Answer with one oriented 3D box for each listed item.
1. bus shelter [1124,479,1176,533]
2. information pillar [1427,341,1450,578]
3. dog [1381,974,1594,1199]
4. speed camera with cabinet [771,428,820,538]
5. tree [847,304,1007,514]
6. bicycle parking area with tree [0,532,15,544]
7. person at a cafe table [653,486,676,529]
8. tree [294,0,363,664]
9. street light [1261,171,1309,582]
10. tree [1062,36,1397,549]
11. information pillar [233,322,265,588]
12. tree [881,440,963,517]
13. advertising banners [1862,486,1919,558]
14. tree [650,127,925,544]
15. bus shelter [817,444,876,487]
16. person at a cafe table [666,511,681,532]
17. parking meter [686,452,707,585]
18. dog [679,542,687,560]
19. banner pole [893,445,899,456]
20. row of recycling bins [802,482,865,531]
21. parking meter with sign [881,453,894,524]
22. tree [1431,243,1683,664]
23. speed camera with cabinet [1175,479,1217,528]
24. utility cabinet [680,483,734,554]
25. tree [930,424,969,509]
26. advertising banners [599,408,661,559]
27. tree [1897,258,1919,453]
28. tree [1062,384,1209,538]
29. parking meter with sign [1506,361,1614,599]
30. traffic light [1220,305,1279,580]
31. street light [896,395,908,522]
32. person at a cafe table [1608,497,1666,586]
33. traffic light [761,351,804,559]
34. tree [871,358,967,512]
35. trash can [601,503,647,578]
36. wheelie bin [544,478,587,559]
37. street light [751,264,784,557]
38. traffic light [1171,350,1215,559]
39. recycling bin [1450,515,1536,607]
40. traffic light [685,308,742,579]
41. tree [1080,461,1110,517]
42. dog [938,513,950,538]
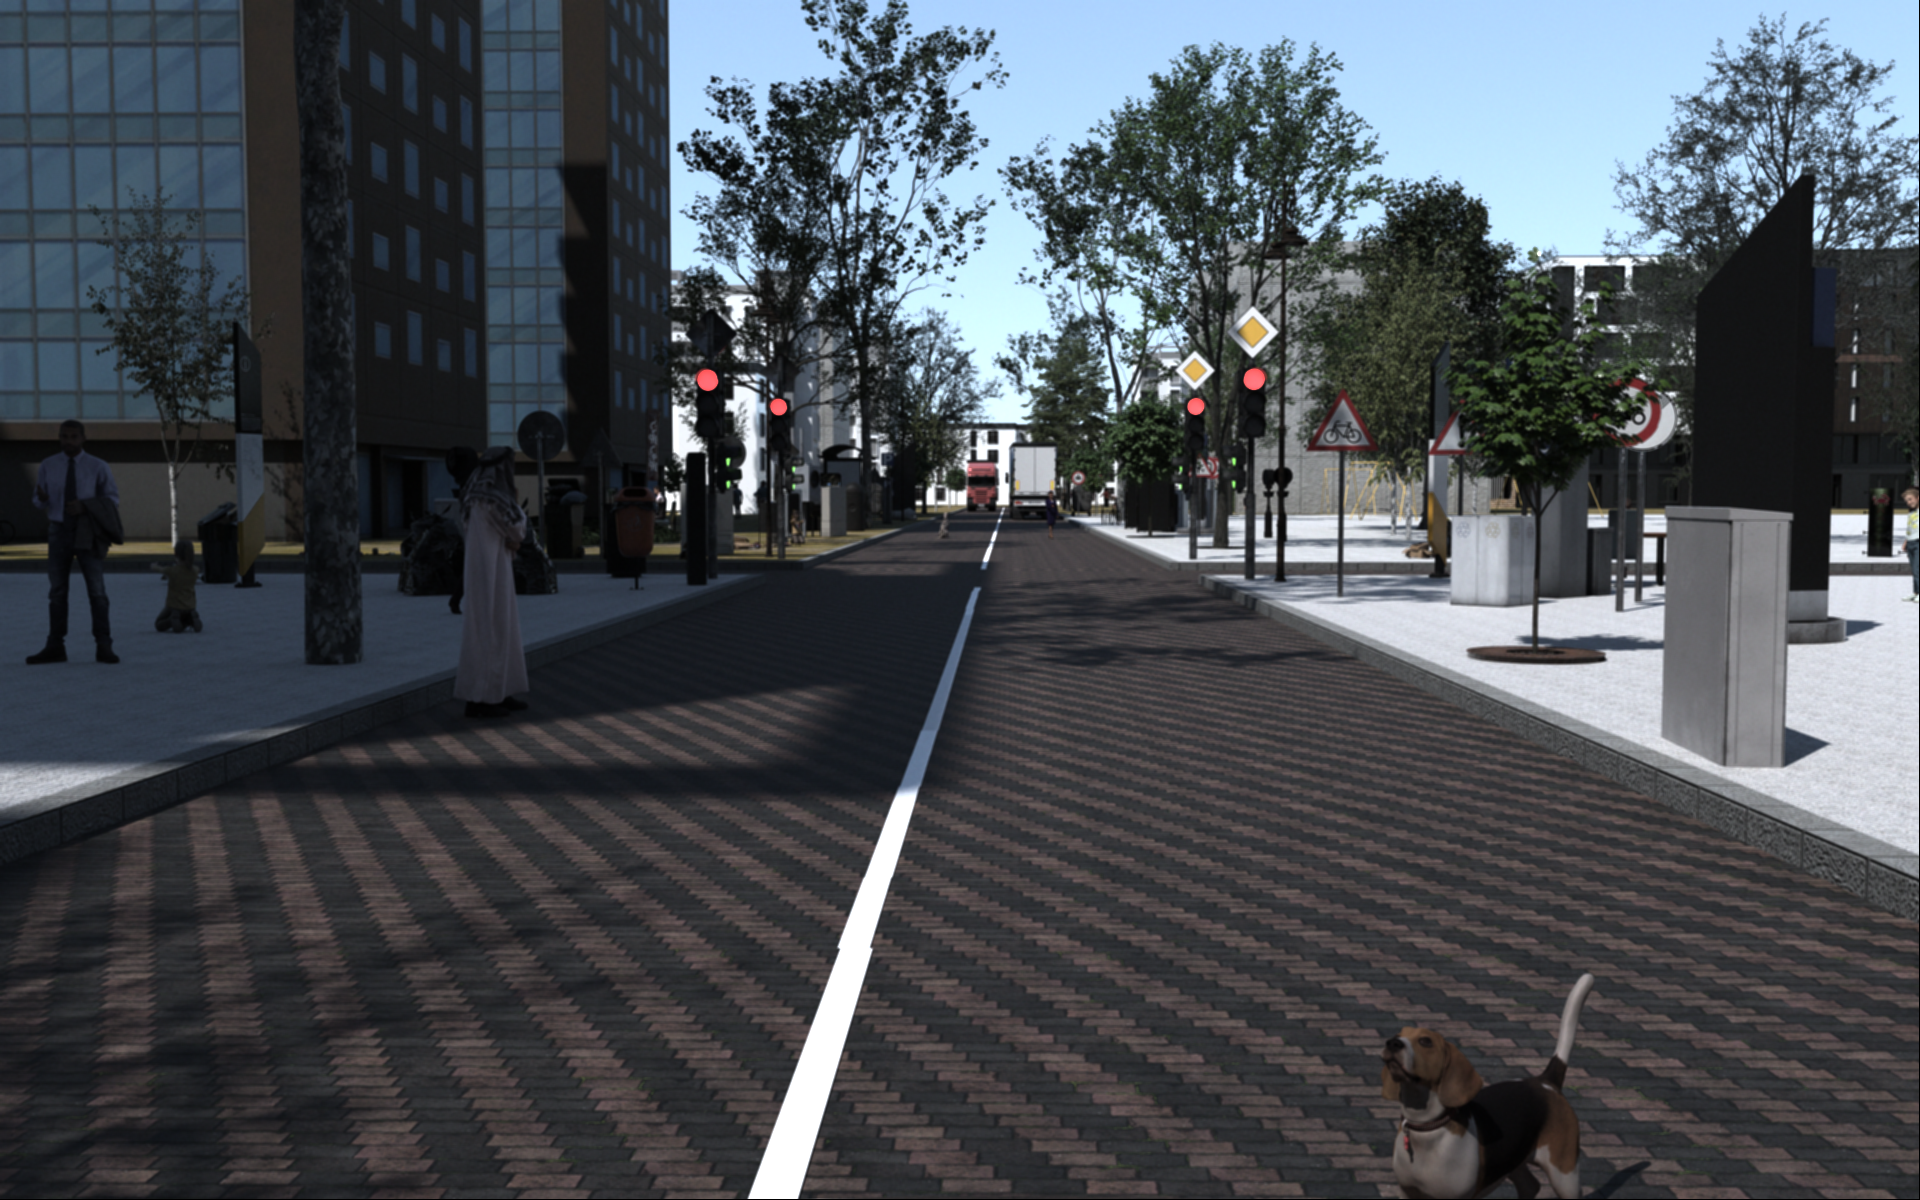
[{"bbox_3d":[6.492,-4.248,60.732,1.731,3.624,6.357,0,4,2],"label":"bus shelter"},{"bbox_3d":[7.317,-2.147,26.455,0.183,3.616,0.504,3,5,42],"label":"information pillar"},{"bbox_3d":[0.973,0.986,3.166,0.406,0.507,0.540,1,4,13],"label":"dog"},{"bbox_3d":[-4.881,-3.488,51.370,0.660,3.252,2.038,2,4,25],"label":"speed camera with cabinet"},{"bbox_3d":[-2.176,-12.280,111.142,12.009,13.543,11.850,0,3,0],"label":"tree"},{"bbox_3d":[-28.424,-3.319,41.275,8.231,4.147,9.016,2,4,27],"label":"bicycle parking area with tree"},{"bbox_3d":[-8.979,-2.518,49.692,1.622,1.524,1.698,0,4,3],"label":"person at a cafe table"},{"bbox_3d":[-6.203,-9.561,12.205,12.611,20.169,13.585,0,3,0],"label":"tree"},{"bbox_3d":[4.705,-3.210,25.269,0.468,5.910,1.993,0,4,2],"label":"street light"},{"bbox_3d":[6.146,-7.004,40.269,9.928,11.665,9.643,0,3,0],"label":"tree"},{"bbox_3d":[-9.783,-1.986,23.828,0.183,3.616,0.504,1,4,14],"label":"information pillar"},{"bbox_3d":[-2.788,-7.044,98.880,4.285,4.588,4.351,0,3,0],"label":"tree"},{"bbox_3d":[19.296,-2.359,34.751,2.074,3.025,0.090,3,5,42],"label":"advertising banners"},{"bbox_3d":[-4.367,-6.686,43.737,7.601,10.594,8.767,0,4,-3],"label":"tree"},{"bbox_3d":[-4.746,-4.858,73.349,2.014,3.302,5.546,0,4,2],"label":"bus shelter"},{"bbox_3d":[-8.688,-2.891,58.125,1.726,1.238,1.698,2,4,29],"label":"person at a cafe table"},{"bbox_3d":[-3.730,-1.149,24.494,0.255,1.863,0.399,-1,4,-14],"label":"parking meter"},{"bbox_3d":[-5.281,-0.994,33.996,0.550,0.427,0.748,1,4,18],"label":"dog"},{"bbox_3d":[-3.263,-6.026,88.537,0.401,3.779,0.863,-1,4,-23],"label":"banner pole"},{"bbox_3d":[-4.831,-3.266,60.515,3.534,1.692,1.069,2,4,33],"label":"row of recycling bins"},{"bbox_3d":[-3.112,-4.779,74.399,0.543,3.016,1.738,0,4,-3],"label":"parking meter with sign"},{"bbox_3d":[4.439,-1.160,13.575,1.663,3.219,1.824,0,3,0],"label":"tree"},{"bbox_3d":[8.536,-4.327,65.086,2.038,3.252,0.660,2,4,32],"label":"speed camera with cabinet"},{"bbox_3d":[-5.280,-1.685,36.235,0.318,1.500,1.173,3,5,43],"label":"utility cabinet"},{"bbox_3d":[-0.956,-12.417,153.374,4.360,8.622,3.978,0,3,0],"label":"tree"},{"bbox_3d":[-6.587,-2.361,34.784,0.090,3.025,2.074,2,4,25],"label":"advertising banners"},{"bbox_3d":[5.081,-0.793,7.567,1.663,3.219,1.824,0,3,0],"label":"tree"},{"bbox_3d":[5.566,-4.132,51.274,4.285,4.588,4.351,0,3,0],"label":"tree"},{"bbox_3d":[7.477,-1.543,21.489,1.738,3.016,0.543,-3,5,-39],"label":"parking meter with sign"},{"bbox_3d":[4.342,-2.265,25.950,0.839,4.253,0.868,0,4,2],"label":"traffic light"},{"bbox_3d":[-2.676,-6.599,80.684,0.468,5.910,1.993,0,4,2],"label":"street light"},{"bbox_3d":[9.294,-0.822,24.305,1.698,1.238,1.726,1,4,20],"label":"person at a cafe table"},{"bbox_3d":[-3.514,-2.766,34.141,0.839,4.253,0.868,0,4,2],"label":"traffic light"},{"bbox_3d":[-2.691,-8.737,93.214,4.737,8.622,4.395,0,3,0],"label":"tree"},{"bbox_3d":[-5.148,-0.920,26.698,0.748,1.137,0.748,0,3,0],"label":"trash can"},{"bbox_3d":[-7.871,-1.625,34.481,0.980,1.594,0.693,1,4,14],"label":"wheelie bin"},{"bbox_3d":[-3.877,-3.806,35.021,0.468,5.910,1.993,0,4,2],"label":"street light"},{"bbox_3d":[4.565,-2.753,33.932,0.839,4.253,0.868,0,4,2],"label":"traffic light"},{"bbox_3d":[6.172,-0.459,20.053,0.722,1.027,0.722,-3,5,-45],"label":"recycling bin"},{"bbox_3d":[-3.737,-2.278,26.159,0.839,4.253,0.868,0,4,2],"label":"traffic light"},{"bbox_3d":[7.694,-6.388,99.053,1.663,3.219,1.824,0,3,0],"label":"tree"},{"bbox_3d":[-0.625,-2.425,56.478,0.800,0.831,0.513,-2,4,-32],"label":"dog"}]
